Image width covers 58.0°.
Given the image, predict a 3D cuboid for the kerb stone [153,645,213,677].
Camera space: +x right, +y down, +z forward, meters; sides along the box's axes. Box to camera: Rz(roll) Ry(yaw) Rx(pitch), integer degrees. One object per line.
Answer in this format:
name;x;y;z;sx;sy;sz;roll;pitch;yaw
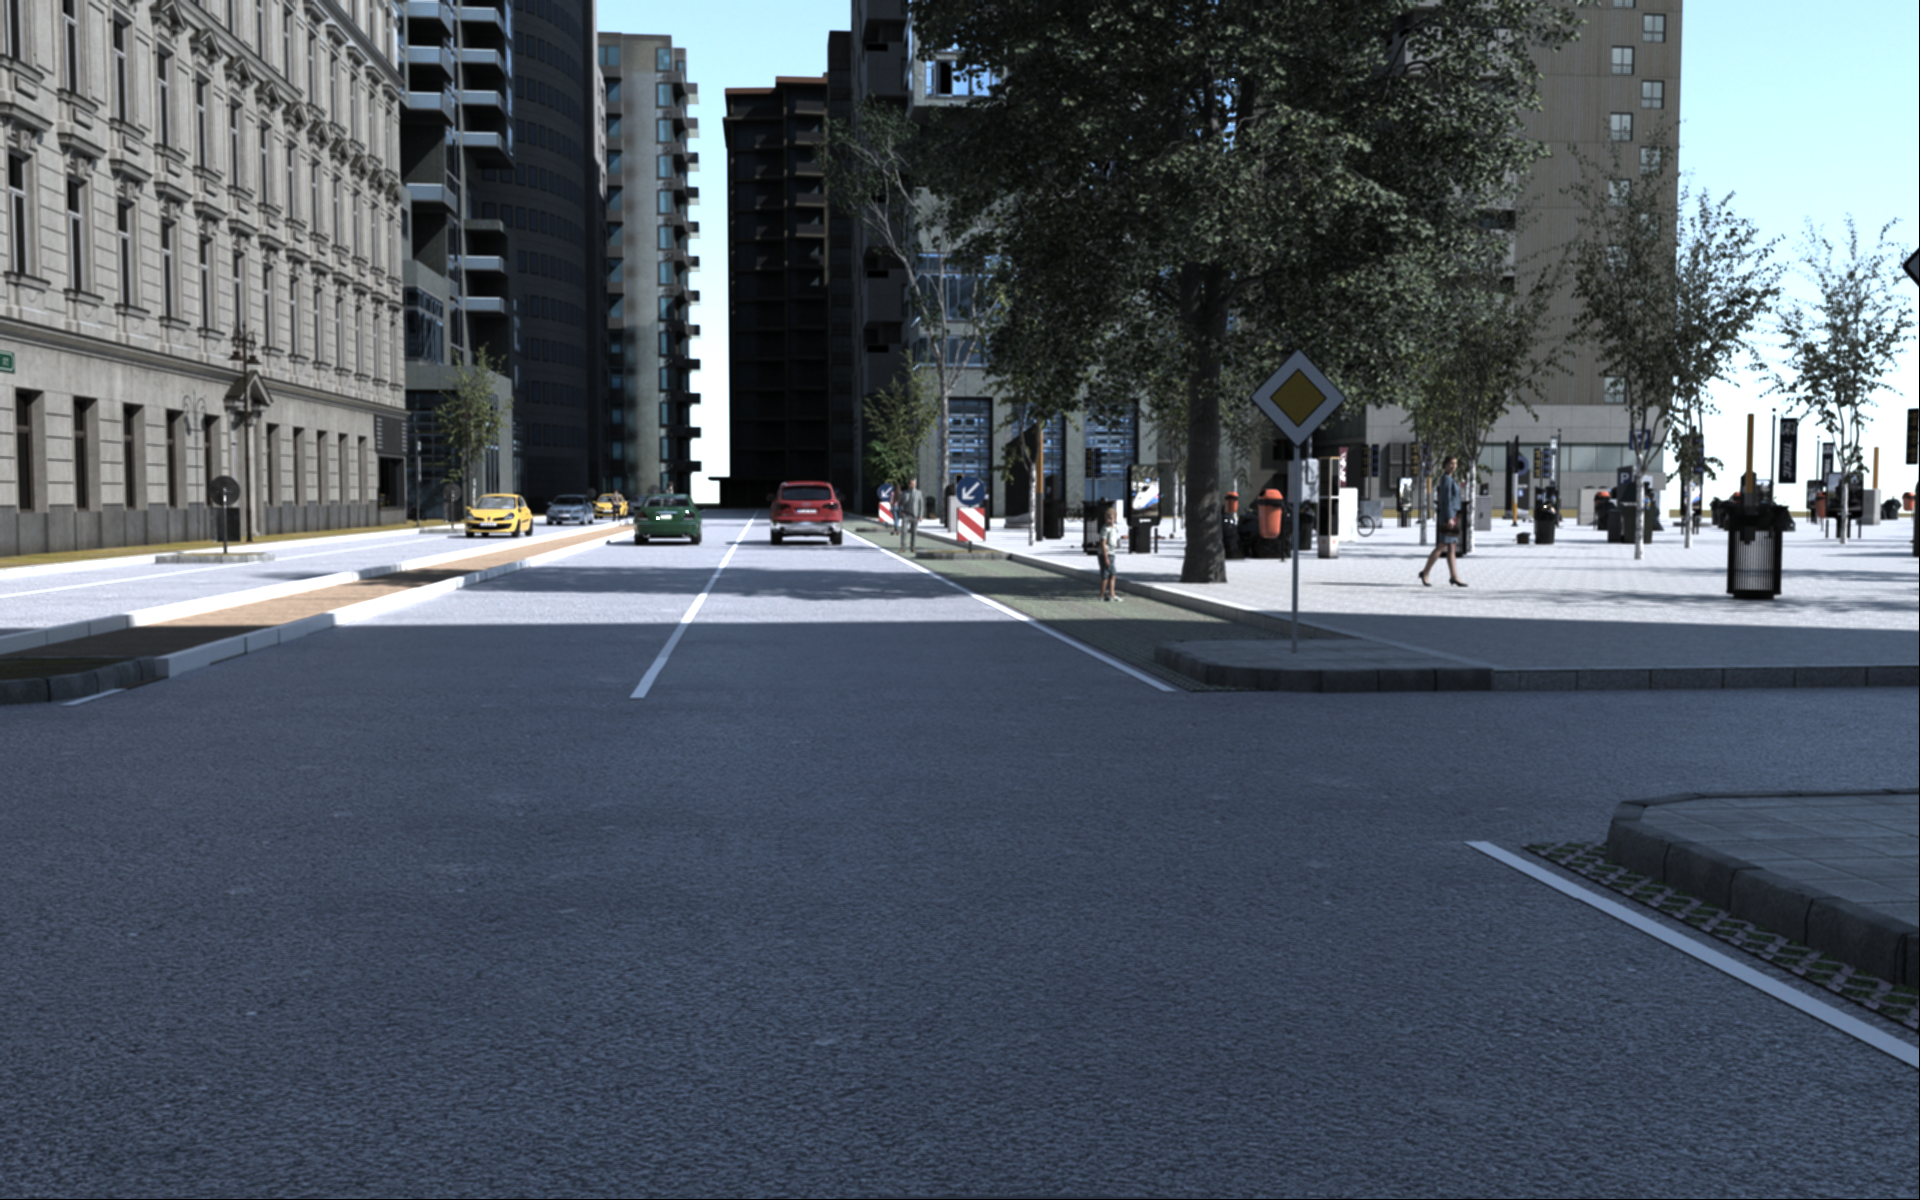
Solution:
kerb stone;-6.295;0.500;14.020;0.120;0.150;1.000;0;4;-6

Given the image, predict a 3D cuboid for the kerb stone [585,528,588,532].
kerb stone;-13.903;-2.539;63.715;0.120;0.150;1.000;0;4;-6

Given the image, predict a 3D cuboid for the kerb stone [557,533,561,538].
kerb stone;-13.000;-2.040;55.545;0.120;0.150;1.000;0;4;-6

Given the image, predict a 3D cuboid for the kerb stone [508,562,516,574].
kerb stone;-8.215;-0.559;31.359;0.120;0.150;1.000;0;4;-6

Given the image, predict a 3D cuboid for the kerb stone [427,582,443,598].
kerb stone;-7.424;-0.120;24.225;0.120;0.150;1.000;0;4;-6

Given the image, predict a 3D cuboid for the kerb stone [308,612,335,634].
kerb stone;-6.750;0.257;18.098;0.120;0.150;1.000;0;4;-6

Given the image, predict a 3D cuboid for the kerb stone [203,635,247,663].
kerb stone;-6.423;0.438;15.034;0.120;0.150;1.000;0;4;-6

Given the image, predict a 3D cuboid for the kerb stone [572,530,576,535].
kerb stone;-13.440;-2.290;59.635;0.120;0.150;1.000;0;4;-6

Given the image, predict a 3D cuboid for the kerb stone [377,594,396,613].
kerb stone;-7.088;0.066;21.162;0.120;0.150;1.000;0;4;-6

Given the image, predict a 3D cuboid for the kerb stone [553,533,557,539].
kerb stone;-12.895;-1.977;54.528;0.120;0.150;1.000;0;4;-6

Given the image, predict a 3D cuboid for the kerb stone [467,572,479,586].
kerb stone;-7.766;-0.311;27.281;0.120;0.150;1.000;0;4;-6

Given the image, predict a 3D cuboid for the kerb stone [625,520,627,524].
kerb stone;-15.813;-3.599;81.034;0.120;0.150;1.000;0;4;-6

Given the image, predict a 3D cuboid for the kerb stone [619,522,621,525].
kerb stone;-15.479;-3.407;77.979;0.120;0.150;1.000;0;4;-6

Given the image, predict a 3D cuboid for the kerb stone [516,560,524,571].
kerb stone;-8.328;-0.622;32.375;0.120;0.150;1.000;0;4;-6

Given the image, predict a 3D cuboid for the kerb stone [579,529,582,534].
kerb stone;-13.679;-2.414;61.669;0.120;0.150;1.000;0;4;-6

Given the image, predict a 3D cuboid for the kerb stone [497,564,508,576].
kerb stone;-8.107;-0.498;30.339;0.120;0.150;1.000;0;4;-6

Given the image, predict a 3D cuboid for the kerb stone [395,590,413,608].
kerb stone;-7.199;0.001;22.178;0.120;0.150;1.000;0;4;-6

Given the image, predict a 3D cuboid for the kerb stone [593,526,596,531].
kerb stone;-14.243;-2.725;66.777;0.120;0.150;1.000;0;4;-6

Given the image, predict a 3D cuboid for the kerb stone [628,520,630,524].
kerb stone;-16.040;-3.724;83.075;0.120;0.150;1.000;0;4;-6

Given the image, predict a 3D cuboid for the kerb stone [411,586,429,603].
kerb stone;-7.314;-0.062;23.206;0.120;0.150;1.000;0;4;-6

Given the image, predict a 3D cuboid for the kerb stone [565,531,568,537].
kerb stone;-13.229;-2.165;57.586;0.120;0.150;1.000;0;4;-6

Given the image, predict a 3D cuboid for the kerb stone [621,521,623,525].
kerb stone;-15.599;-3.474;78.994;0.120;0.150;1.000;0;4;-6

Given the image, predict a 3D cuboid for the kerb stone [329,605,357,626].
kerb stone;-6.867;0.192;19.125;0.120;0.150;1.000;0;4;-6

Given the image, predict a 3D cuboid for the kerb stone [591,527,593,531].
kerb stone;-14.125;-2.660;65.762;0.120;0.150;1.000;0;4;-6

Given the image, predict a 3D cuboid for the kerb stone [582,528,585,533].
kerb stone;-13.791;-2.475;62.685;0.120;0.150;1.000;0;4;-6

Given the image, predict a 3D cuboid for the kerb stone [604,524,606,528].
kerb stone;-14.698;-2.972;70.849;0.120;0.150;1.000;0;4;-6

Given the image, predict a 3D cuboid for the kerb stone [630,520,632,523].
kerb stone;-16.152;-3.786;84.092;0.120;0.150;1.000;0;4;-6

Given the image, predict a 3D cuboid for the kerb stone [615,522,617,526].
kerb stone;-15.252;-3.288;75.947;0.120;0.150;1.000;0;4;-6

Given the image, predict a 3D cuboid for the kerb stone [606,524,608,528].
kerb stone;-14.800;-3.038;71.866;0.120;0.150;1.000;0;4;-6

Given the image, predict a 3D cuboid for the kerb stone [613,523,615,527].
kerb stone;-15.140;-3.225;74.921;0.120;0.150;1.000;0;4;-6

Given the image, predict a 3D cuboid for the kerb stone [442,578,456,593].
kerb stone;-7.544;-0.182;25.249;0.120;0.150;1.000;0;4;-6

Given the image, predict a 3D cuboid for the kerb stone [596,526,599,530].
kerb stone;-14.357;-2.785;67.796;0.120;0.150;1.000;0;4;-6

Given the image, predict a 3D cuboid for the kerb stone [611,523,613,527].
kerb stone;-15.031;-3.159;73.898;0.120;0.150;1.000;0;4;-6

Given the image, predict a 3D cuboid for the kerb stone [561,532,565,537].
kerb stone;-13.117;-2.102;56.560;0.120;0.150;1.000;0;4;-6

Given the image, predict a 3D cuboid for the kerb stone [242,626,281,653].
kerb stone;-6.525;0.375;16.062;0.120;0.150;1.000;0;4;-6

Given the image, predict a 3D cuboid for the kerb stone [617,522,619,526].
kerb stone;-15.370;-3.350;76.962;0.120;0.150;1.000;0;4;-6

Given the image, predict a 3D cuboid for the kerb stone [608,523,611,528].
kerb stone;-14.916;-3.100;72.882;0.120;0.150;1.000;0;4;-6

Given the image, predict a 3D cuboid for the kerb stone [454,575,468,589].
kerb stone;-7.654;-0.249;26.265;0.120;0.150;1.000;0;4;-6

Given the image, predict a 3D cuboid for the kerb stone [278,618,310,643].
kerb stone;-6.632;0.317;17.080;0.120;0.150;1.000;0;4;-6

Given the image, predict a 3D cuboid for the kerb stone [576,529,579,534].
kerb stone;-13.562;-2.352;60.650;0.120;0.150;1.000;0;4;-6

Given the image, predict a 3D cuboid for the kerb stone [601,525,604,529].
kerb stone;-14.582;-2.913;69.828;0.120;0.150;1.000;0;4;-6

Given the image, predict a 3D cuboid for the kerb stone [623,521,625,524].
kerb stone;-15.714;-3.532;80.015;0.120;0.150;1.000;0;4;-6

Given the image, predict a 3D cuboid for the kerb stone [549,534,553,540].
kerb stone;-12.778;-1.915;53.510;0.120;0.150;1.000;0;4;-6

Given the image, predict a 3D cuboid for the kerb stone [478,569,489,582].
kerb stone;-7.887;-0.374;28.302;0.120;0.150;1.000;0;4;-6

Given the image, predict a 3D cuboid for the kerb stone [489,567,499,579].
kerb stone;-7.991;-0.432;29.323;0.120;0.150;1.000;0;4;-6

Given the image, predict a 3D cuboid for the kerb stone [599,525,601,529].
kerb stone;-14.471;-2.850;68.812;0.120;0.150;1.000;0;4;-6

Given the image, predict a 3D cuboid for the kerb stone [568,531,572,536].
kerb stone;-13.338;-2.228;58.617;0.120;0.150;1.000;0;4;-6

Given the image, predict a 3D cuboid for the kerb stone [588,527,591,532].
kerb stone;-14.008;-2.602;64.731;0.120;0.150;1.000;0;4;-6

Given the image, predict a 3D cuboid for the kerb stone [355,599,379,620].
kerb stone;-6.969;0.125;20.147;0.120;0.150;1.000;0;4;-6
